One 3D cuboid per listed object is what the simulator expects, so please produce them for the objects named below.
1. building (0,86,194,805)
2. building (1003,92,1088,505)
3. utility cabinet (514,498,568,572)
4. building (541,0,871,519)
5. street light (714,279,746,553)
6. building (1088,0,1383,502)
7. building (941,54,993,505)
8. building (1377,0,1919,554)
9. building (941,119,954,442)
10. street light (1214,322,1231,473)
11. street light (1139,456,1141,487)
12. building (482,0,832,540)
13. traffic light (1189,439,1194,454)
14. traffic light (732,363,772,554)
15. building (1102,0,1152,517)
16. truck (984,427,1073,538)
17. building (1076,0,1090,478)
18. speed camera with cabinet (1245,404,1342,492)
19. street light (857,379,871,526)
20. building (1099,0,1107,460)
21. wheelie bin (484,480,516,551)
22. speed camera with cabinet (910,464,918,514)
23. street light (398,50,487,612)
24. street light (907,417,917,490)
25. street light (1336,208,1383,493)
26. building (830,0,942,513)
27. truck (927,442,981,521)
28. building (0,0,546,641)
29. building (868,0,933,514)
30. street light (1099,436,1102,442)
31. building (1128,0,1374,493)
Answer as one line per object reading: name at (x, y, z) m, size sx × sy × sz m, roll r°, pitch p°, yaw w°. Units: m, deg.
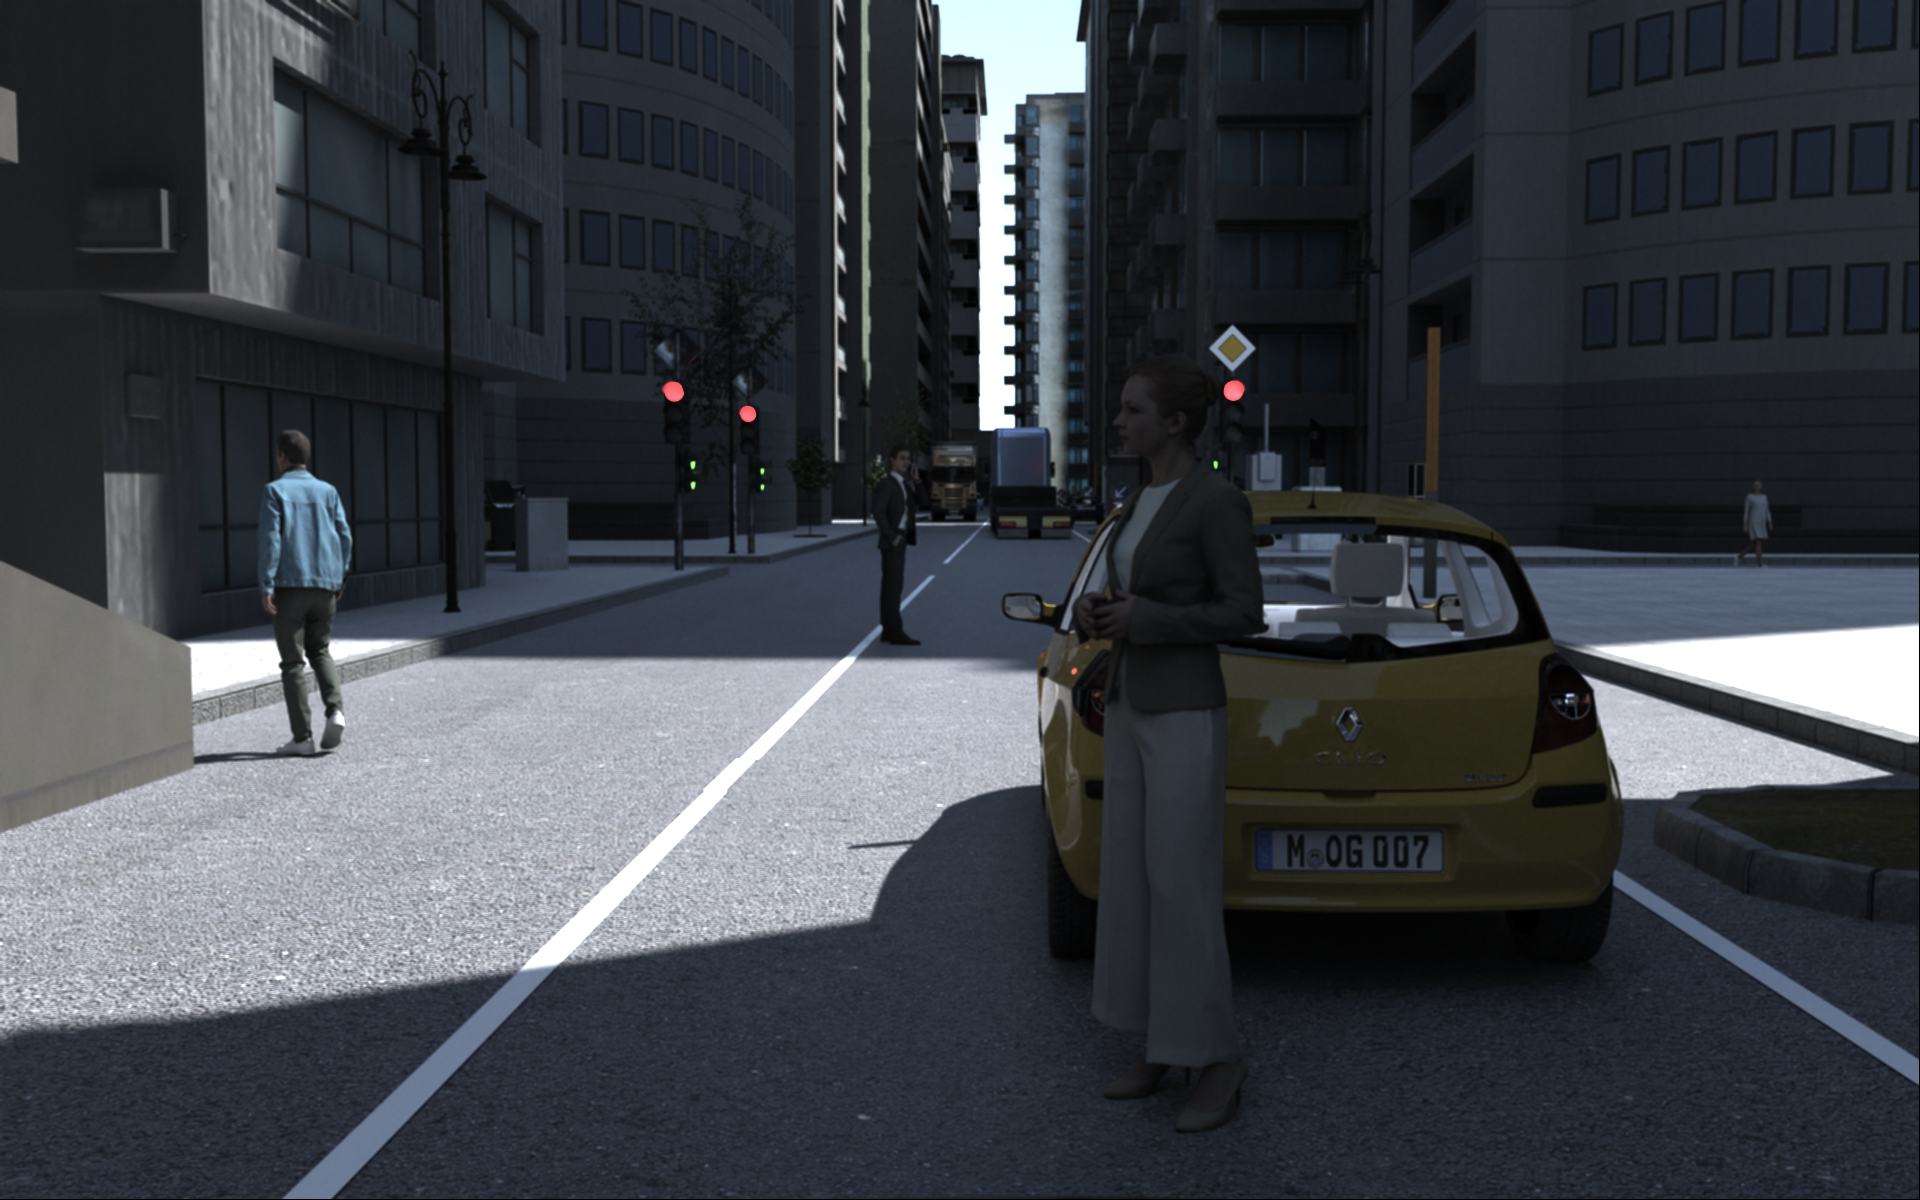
building at (-20.325, -18.931, 1.409) m, size 32.217 × 40.220 × 23.993 m, roll 0°, pitch 4°, yaw 2°
building at (20.437, -35.869, 206.071) m, size 30.456 × 49.044 × 23.786 m, roll 0°, pitch 4°, yaw 2°
utility cabinet at (-7.009, -1.092, 29.009) m, size 0.306 × 1.237 × 1.020 m, roll 2°, pitch 4°, yaw 28°
building at (-12.147, -24.731, 87.950) m, size 14.154 × 41.232 × 14.086 m, roll 0°, pitch 4°, yaw 2°
street light at (-4.933, -3.947, 37.322) m, size 0.468 × 5.910 × 1.993 m, roll 0°, pitch 4°, yaw 2°
building at (21.336, -36.865, 144.750) m, size 21.231 × 58.520 × 28.212 m, roll 0°, pitch 4°, yaw 2°
building at (-8.439, -37.940, 209.559) m, size 27.495 × 52.752 × 28.713 m, roll 0°, pitch 4°, yaw 2°
building at (26.833, -30.749, 44.753) m, size 28.212 × 58.520 × 21.231 m, roll 0°, pitch 4°, yaw 2°
building at (-12.755, -29.393, 172.454) m, size 23.993 × 40.220 × 32.217 m, roll 0°, pitch 4°, yaw 2°
street light at (7.122, -4.512, 46.561) m, size 0.468 × 5.910 × 1.993 m, roll 0°, pitch 4°, yaw 2°
street light at (8.205, -6.487, 78.845) m, size 0.468 × 5.910 × 1.993 m, roll 0°, pitch 4°, yaw 2°
building at (-16.388, -31.587, 58.448) m, size 21.231 × 58.520 × 28.212 m, roll 0°, pitch 4°, yaw 2°
traffic light at (4.743, -2.928, 36.788) m, size 0.839 × 4.253 × 0.868 m, roll 0°, pitch 4°, yaw 2°
traffic light at (-4.464, -2.945, 37.064) m, size 0.839 × 4.253 × 0.868 m, roll 0°, pitch 4°, yaw 2°
building at (15.367, -20.210, 102.135) m, size 14.160 × 30.474 × 14.107 m, roll 0°, pitch 4°, yaw 2°
truck at (2.423, -4.545, 64.064) m, size 2.967 × 4.110 × 18.799 m, roll 0°, pitch 4°, yaw 0°
building at (26.333, -35.702, 172.972) m, size 28.713 × 52.752 × 27.495 m, roll 0°, pitch 4°, yaw 2°
speed camera with cabinet at (7.379, -2.691, 38.326) m, size 2.038 × 3.252 × 0.660 m, roll 0°, pitch 4°, yaw -7°
street light at (-3.835, -5.918, 69.544) m, size 0.468 × 5.910 × 1.993 m, roll 0°, pitch 4°, yaw 2°
building at (17.266, -28.973, 123.822) m, size 14.600 × 45.320 × 14.200 m, roll 0°, pitch 4°, yaw 2°
wheelie bin at (-10.442, -1.898, 38.937) m, size 0.693 × 1.594 × 0.980 m, roll 3°, pitch 5°, yaw 44°
speed camera with cabinet at (-3.536, -7.196, 111.992) m, size 2.038 × 3.252 × 0.660 m, roll -1°, pitch 4°, yaw -14°
street light at (-5.525, -2.806, 18.668) m, size 0.468 × 5.910 × 1.993 m, roll 0°, pitch 4°, yaw 2°
street light at (-2.835, -7.913, 102.167) m, size 0.468 × 5.910 × 1.993 m, roll 0°, pitch 4°, yaw 2°
street light at (6.510, -3.400, 28.379) m, size 0.468 × 5.910 × 1.993 m, roll 0°, pitch 4°, yaw 2°
building at (-8.786, -27.950, 140.570) m, size 14.154 × 41.232 × 14.086 m, roll 0°, pitch 4°, yaw 2°
truck at (-0.314, -6.467, 94.649) m, size 2.839 × 4.237 × 11.283 m, roll 0°, pitch 3°, yaw 0°
building at (-12.644, -20.560, 19.748) m, size 14.086 × 41.232 × 14.154 m, roll 0°, pitch 4°, yaw 2°
building at (-13.101, -30.518, 122.665) m, size 21.300 × 48.544 × 21.600 m, roll 0°, pitch 4°, yaw 2°
street light at (9.177, -8.482, 111.473) m, size 0.468 × 5.910 × 1.993 m, roll 0°, pitch 4°, yaw 2°
building at (18.590, -27.622, 71.226) m, size 23.786 × 49.044 × 30.456 m, roll 0°, pitch 4°, yaw 2°
